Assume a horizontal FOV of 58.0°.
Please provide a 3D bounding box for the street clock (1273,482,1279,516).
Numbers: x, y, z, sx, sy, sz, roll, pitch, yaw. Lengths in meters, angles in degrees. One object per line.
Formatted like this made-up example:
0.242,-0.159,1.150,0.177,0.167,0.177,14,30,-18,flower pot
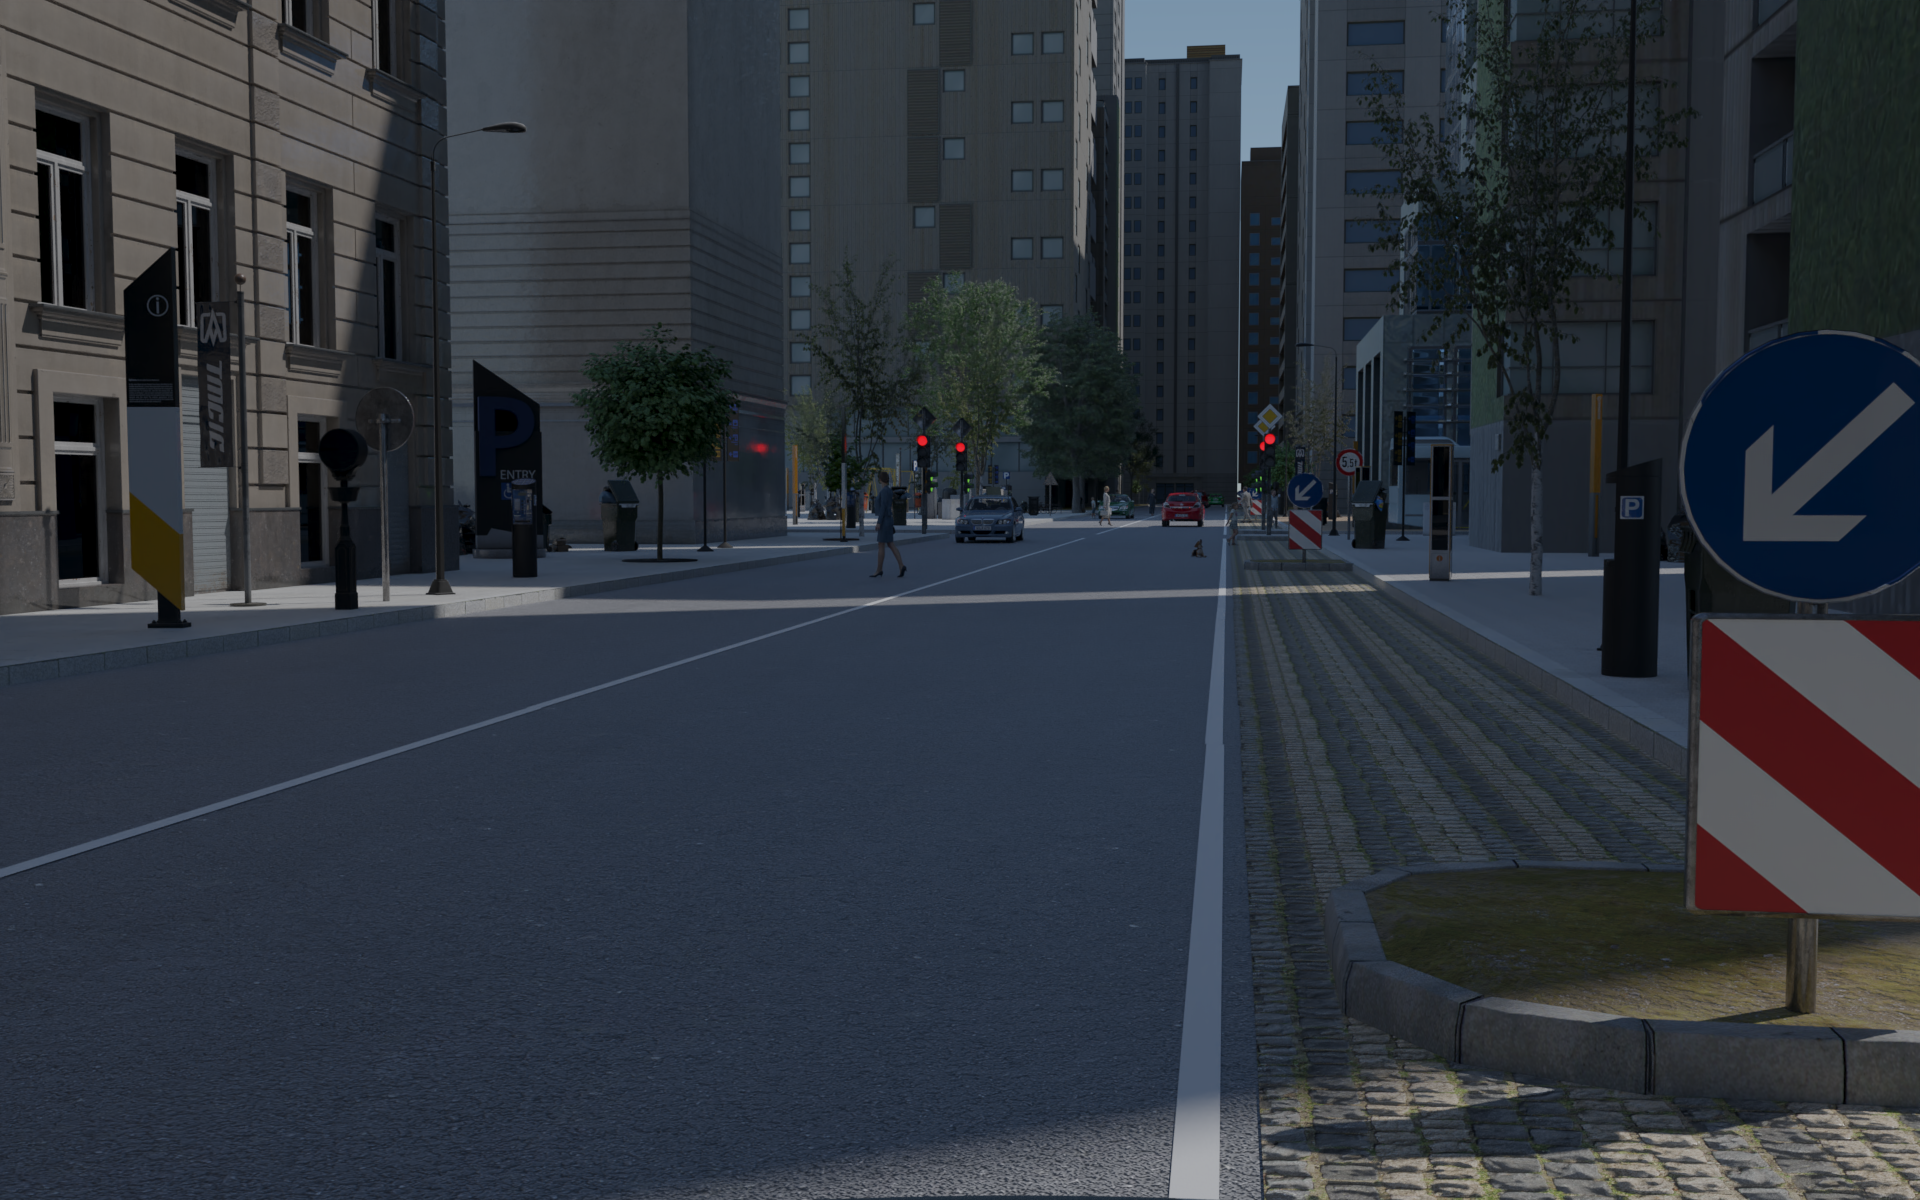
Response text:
18.662,-5.981,102.363,0.358,2.002,0.471,-1,4,-11,street clock

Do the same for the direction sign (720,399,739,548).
-5.602,-3.009,41.188,0.379,3.537,0.876,3,5,43,direction sign

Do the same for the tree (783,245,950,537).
-2.734,-6.224,52.118,4.360,8.622,3.978,0,3,0,tree

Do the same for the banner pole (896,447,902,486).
-3.293,-6.312,93.222,0.401,3.779,0.863,-2,4,-25,banner pole

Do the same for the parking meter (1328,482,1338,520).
18.564,-4.925,86.230,0.399,1.863,0.255,3,4,38,parking meter

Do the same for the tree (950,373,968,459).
-1.672,-9.033,98.051,4.360,8.622,3.978,0,3,0,tree

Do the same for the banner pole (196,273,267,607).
-8.388,-1.824,19.838,0.863,3.779,0.401,1,4,19,banner pole

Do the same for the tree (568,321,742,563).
-5.781,-3.006,32.862,4.285,4.588,4.351,0,3,0,tree

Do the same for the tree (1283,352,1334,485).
18.735,-8.595,90.896,4.360,8.622,3.978,0,3,0,tree

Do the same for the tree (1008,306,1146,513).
7.748,-12.818,116.236,9.857,13.997,8.962,0,3,0,tree

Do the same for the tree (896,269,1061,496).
0.887,-9.411,79.621,9.928,11.665,9.643,0,3,0,tree

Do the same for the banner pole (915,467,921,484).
-3.181,-8.646,131.379,0.863,3.779,0.401,2,4,33,banner pole

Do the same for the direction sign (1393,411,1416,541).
12.164,-3.392,47.460,0.876,3.537,0.379,-3,4,-36,direction sign

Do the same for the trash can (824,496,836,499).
-7.994,-5.816,106.747,0.748,1.137,0.748,0,3,0,trash can

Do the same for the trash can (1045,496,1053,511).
6.739,-7.320,131.332,0.748,1.137,0.748,0,3,0,trash can

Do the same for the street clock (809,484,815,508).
-11.698,-8.205,138.720,0.358,2.002,0.471,0,4,2,street clock

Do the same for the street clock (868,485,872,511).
-6.932,-7.901,133.749,0.358,2.002,0.471,0,4,-6,street clock

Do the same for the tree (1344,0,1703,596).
7.060,-4.365,21.729,4.360,8.622,3.978,0,3,0,tree

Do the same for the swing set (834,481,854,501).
-8.369,-8.691,139.712,3.119,2.851,2.862,1,4,19,swing set

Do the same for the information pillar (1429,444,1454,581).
7.105,-1.289,25.561,0.304,2.012,0.304,1,4,21,information pillar

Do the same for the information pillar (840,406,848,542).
-3.105,-3.368,46.414,0.183,3.616,0.504,0,4,2,information pillar

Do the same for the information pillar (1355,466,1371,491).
10.614,-2.520,45.688,0.304,2.012,0.304,-1,4,-20,information pillar

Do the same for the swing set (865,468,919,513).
-4.657,-7.283,116.692,3.119,2.851,2.862,-1,4,-22,swing set

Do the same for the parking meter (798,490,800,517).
-9.025,-5.341,95.728,0.372,1.533,0.369,0,3,0,parking meter

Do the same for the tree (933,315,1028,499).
0.845,-7.430,71.844,4.737,8.622,4.395,0,3,0,tree

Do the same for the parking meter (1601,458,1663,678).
4.738,-0.233,12.219,0.372,1.533,0.369,0,3,0,parking meter

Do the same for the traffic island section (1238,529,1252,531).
10.855,-2.420,61.853,2.009,0.180,2.903,1,4,9,traffic island section

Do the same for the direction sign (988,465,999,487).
2.594,-8.744,134.959,0.876,3.537,0.379,2,4,23,direction sign

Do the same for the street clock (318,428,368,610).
-6.828,-0.896,19.222,0.471,2.002,0.358,0,4,7,street clock

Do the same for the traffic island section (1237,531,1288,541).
9.638,-1.938,53.961,2.009,0.180,2.903,1,4,9,traffic island section

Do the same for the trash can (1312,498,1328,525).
14.724,-3.625,70.914,0.748,1.137,0.748,0,3,0,trash can

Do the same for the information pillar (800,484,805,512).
-11.410,-7.389,125.297,0.304,2.012,0.304,-2,4,-27,information pillar

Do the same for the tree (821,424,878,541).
-3.327,-3.253,47.782,1.663,3.219,1.824,0,3,0,tree

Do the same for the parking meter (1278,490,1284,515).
20.059,-6.101,108.163,0.372,1.533,0.369,0,3,0,parking meter

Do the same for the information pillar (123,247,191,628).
-7.679,-1.540,16.536,0.504,3.616,0.183,0,3,0,information pillar

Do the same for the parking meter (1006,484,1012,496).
2.914,-5.962,103.190,0.255,1.863,0.399,-2,4,-24,parking meter

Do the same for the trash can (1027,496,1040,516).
4.402,-5.618,103.511,0.748,1.137,0.748,0,3,0,trash can

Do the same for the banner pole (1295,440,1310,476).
15.968,-5.537,80.548,0.863,3.779,0.401,1,4,20,banner pole

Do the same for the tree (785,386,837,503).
-9.790,-10.126,115.914,4.737,8.622,4.395,0,3,0,tree

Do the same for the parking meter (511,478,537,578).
-6.711,-1.117,26.678,0.372,1.533,0.369,0,3,0,parking meter

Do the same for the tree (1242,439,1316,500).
19.717,-7.378,104.344,4.285,4.588,4.351,0,3,0,tree

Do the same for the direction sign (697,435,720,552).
-5.688,-2.848,38.570,0.379,3.537,0.876,-1,4,-20,direction sign

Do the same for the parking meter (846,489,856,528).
-4.093,-3.460,64.986,0.372,1.533,0.369,0,3,0,parking meter

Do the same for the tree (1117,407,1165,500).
18.595,-15.348,185.355,7.601,10.594,8.767,-2,4,-25,tree
